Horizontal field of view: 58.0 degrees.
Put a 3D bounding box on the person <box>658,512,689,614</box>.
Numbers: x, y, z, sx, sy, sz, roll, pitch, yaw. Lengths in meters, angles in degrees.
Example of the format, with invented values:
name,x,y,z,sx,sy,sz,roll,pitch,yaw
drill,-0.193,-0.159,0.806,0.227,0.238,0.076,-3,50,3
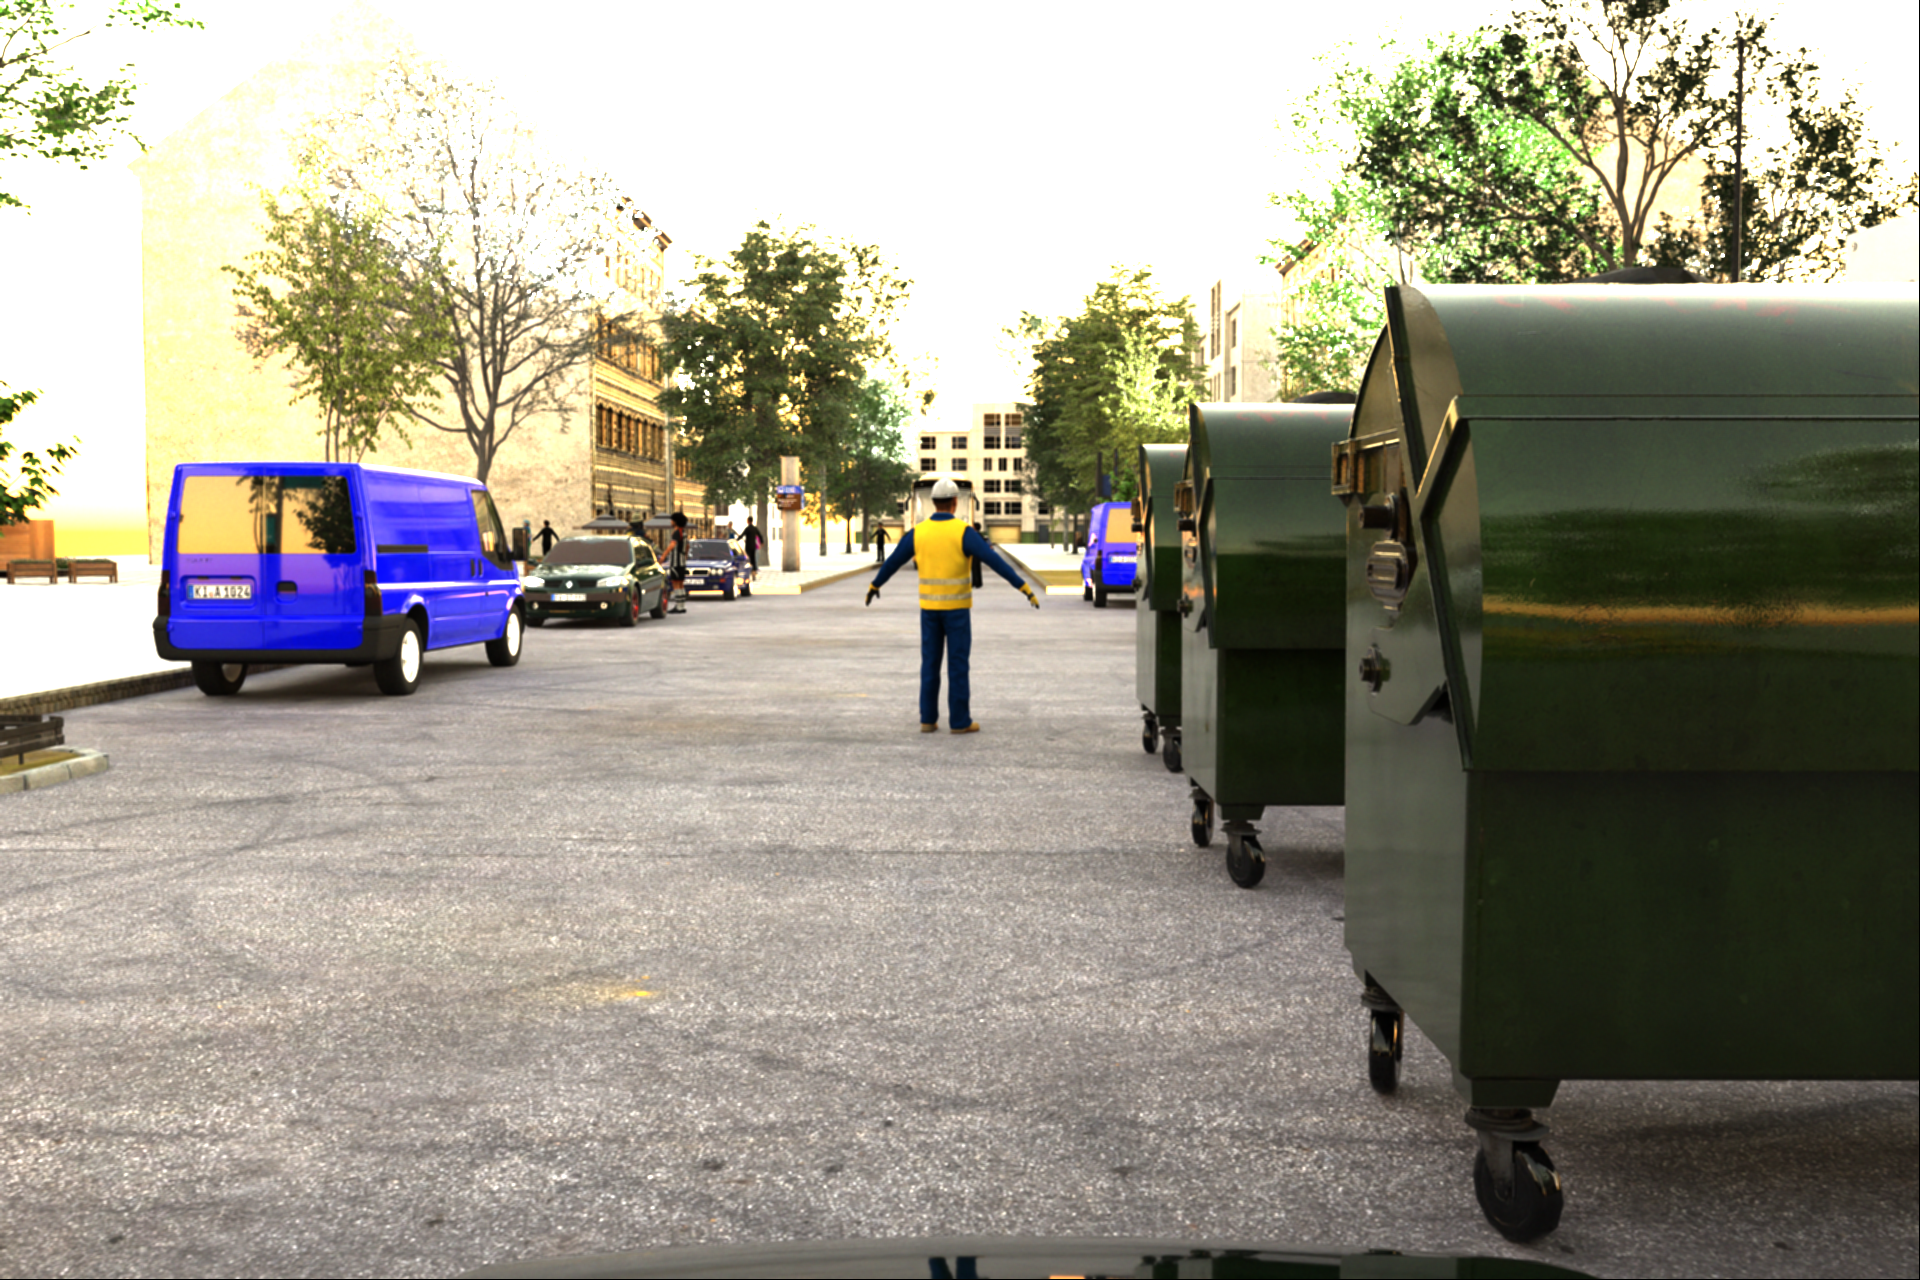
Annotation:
name,x,y,z,sx,sy,sz,roll,pitch,yaw
person,-5.129,-1.391,31.344,0.704,1.843,1.345,1,4,9

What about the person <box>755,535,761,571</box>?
name,x,y,z,sx,sy,sz,roll,pitch,yaw
person,-7.024,-3.134,60.509,0.599,1.433,0.991,-1,4,-8

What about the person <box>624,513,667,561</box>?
name,x,y,z,sx,sy,sz,roll,pitch,yaw
person,-6.471,-1.628,34.847,1.354,1.856,0.705,2,4,32

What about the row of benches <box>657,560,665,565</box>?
name,x,y,z,sx,sy,sz,roll,pitch,yaw
row of benches,-9.437,-2.001,48.187,4.104,0.672,1.422,1,4,18

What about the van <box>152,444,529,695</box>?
name,x,y,z,sx,sy,sz,roll,pitch,yaw
van,-5.785,-0.775,17.055,2.240,2.365,5.245,0,4,1

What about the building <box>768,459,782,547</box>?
name,x,y,z,sx,sy,sz,roll,pitch,yaw
building,-23.985,-15.260,191.641,9.099,9.664,28.070,0,3,0

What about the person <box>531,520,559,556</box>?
name,x,y,z,sx,sy,sz,roll,pitch,yaw
person,-15.918,-3.698,66.641,0.705,1.806,1.347,3,5,40

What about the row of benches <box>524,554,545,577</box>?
name,x,y,z,sx,sy,sz,roll,pitch,yaw
row of benches,-14.200,-2.267,52.524,4.104,0.672,1.422,0,4,-6

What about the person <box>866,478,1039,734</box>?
name,x,y,z,sx,sy,sz,roll,pitch,yaw
person,-0.095,-0.251,12.536,1.349,1.833,0.705,1,4,21

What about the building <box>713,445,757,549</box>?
name,x,y,z,sx,sy,sz,roll,pitch,yaw
building,-22.827,-13.494,162.776,9.099,9.664,28.070,0,3,0

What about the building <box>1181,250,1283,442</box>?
name,x,y,z,sx,sy,sz,roll,pitch,yaw
building,24.983,-15.293,116.506,16.747,18.905,31.486,0,4,1

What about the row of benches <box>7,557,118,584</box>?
name,x,y,z,sx,sy,sz,roll,pitch,yaw
row of benches,-23.888,-1.791,44.754,4.104,0.672,1.422,-3,4,-37

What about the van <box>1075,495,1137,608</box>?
name,x,y,z,sx,sy,sz,roll,pitch,yaw
van,3.559,-1.899,35.430,2.240,2.365,5.245,0,4,0

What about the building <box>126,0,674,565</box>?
name,x,y,z,sx,sy,sz,roll,pitch,yaw
building,-24.434,-15.250,80.260,19.493,23.208,18.063,0,3,0

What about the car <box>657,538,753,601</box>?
name,x,y,z,sx,sy,sz,roll,pitch,yaw
car,-5.669,-1.589,38.558,1.945,1.354,3.894,0,4,1

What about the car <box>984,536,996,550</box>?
name,x,y,z,sx,sy,sz,roll,pitch,yaw
car,0.905,-4.790,90.899,1.945,1.354,3.894,0,4,0

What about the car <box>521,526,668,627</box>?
name,x,y,z,sx,sy,sz,roll,pitch,yaw
car,-5.858,-1.115,28.013,2.009,1.686,4.222,0,4,0

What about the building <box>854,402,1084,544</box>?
name,x,y,z,sx,sy,sz,roll,pitch,yaw
building,2.347,-22.618,238.712,31.486,18.905,16.747,0,4,6

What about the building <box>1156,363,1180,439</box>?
name,x,y,z,sx,sy,sz,roll,pitch,yaw
building,25.538,-20.231,187.200,16.016,20.090,11.380,0,4,1

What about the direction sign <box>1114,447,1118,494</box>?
name,x,y,z,sx,sy,sz,roll,pitch,yaw
direction sign,4.106,-3.288,45.753,0.379,3.537,0.876,0,4,0

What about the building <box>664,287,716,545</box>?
name,x,y,z,sx,sy,sz,roll,pitch,yaw
building,-27.603,-17.658,119.638,19.493,23.208,18.063,0,4,0

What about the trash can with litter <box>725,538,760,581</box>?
name,x,y,z,sx,sy,sz,roll,pitch,yaw
trash can with litter,-6.036,-2.218,47.644,1.055,1.170,0.624,0,4,1

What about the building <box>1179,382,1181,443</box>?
name,x,y,z,sx,sy,sz,roll,pitch,yaw
building,26.933,-19.240,170.998,16.016,20.090,11.380,0,4,1

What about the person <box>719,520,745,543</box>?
name,x,y,z,sx,sy,sz,roll,pitch,yaw
person,-9.429,-4.004,71.322,1.347,1.847,0.705,-3,5,-41

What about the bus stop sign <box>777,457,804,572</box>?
name,x,y,z,sx,sy,sz,roll,pitch,yaw
bus stop sign,-5.776,-4.286,59.092,0.837,3.901,0.837,0,4,2

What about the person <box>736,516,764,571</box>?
name,x,y,z,sx,sy,sz,roll,pitch,yaw
person,-6.198,-2.739,51.014,0.704,1.802,1.346,2,4,35

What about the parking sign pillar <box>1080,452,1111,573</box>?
name,x,y,z,sx,sy,sz,roll,pitch,yaw
parking sign pillar,4.724,-4.219,57.457,1.447,3.967,1.447,0,4,1

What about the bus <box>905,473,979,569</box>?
name,x,y,z,sx,sy,sz,roll,pitch,yaw
bus,-0.657,-5.012,73.497,2.896,3.916,12.252,0,4,0

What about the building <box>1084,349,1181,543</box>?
name,x,y,z,sx,sy,sz,roll,pitch,yaw
building,28.671,-22.204,207.014,27.936,21.610,32.646,0,4,1

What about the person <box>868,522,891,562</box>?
name,x,y,z,sx,sy,sz,roll,pitch,yaw
person,-3.683,-4.521,79.860,1.347,1.837,0.705,3,4,36

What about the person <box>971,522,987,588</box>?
name,x,y,z,sx,sy,sz,roll,pitch,yaw
person,0.364,-2.239,45.786,0.721,1.740,1.216,3,4,38

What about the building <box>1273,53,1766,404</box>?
name,x,y,z,sx,sy,sz,roll,pitch,yaw
building,27.202,-15.752,88.474,19.493,23.208,18.063,0,4,1

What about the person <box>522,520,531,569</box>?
name,x,y,z,sx,sy,sz,roll,pitch,yaw
person,-15.976,-3.522,63.708,0.704,1.817,1.347,-1,4,-20
